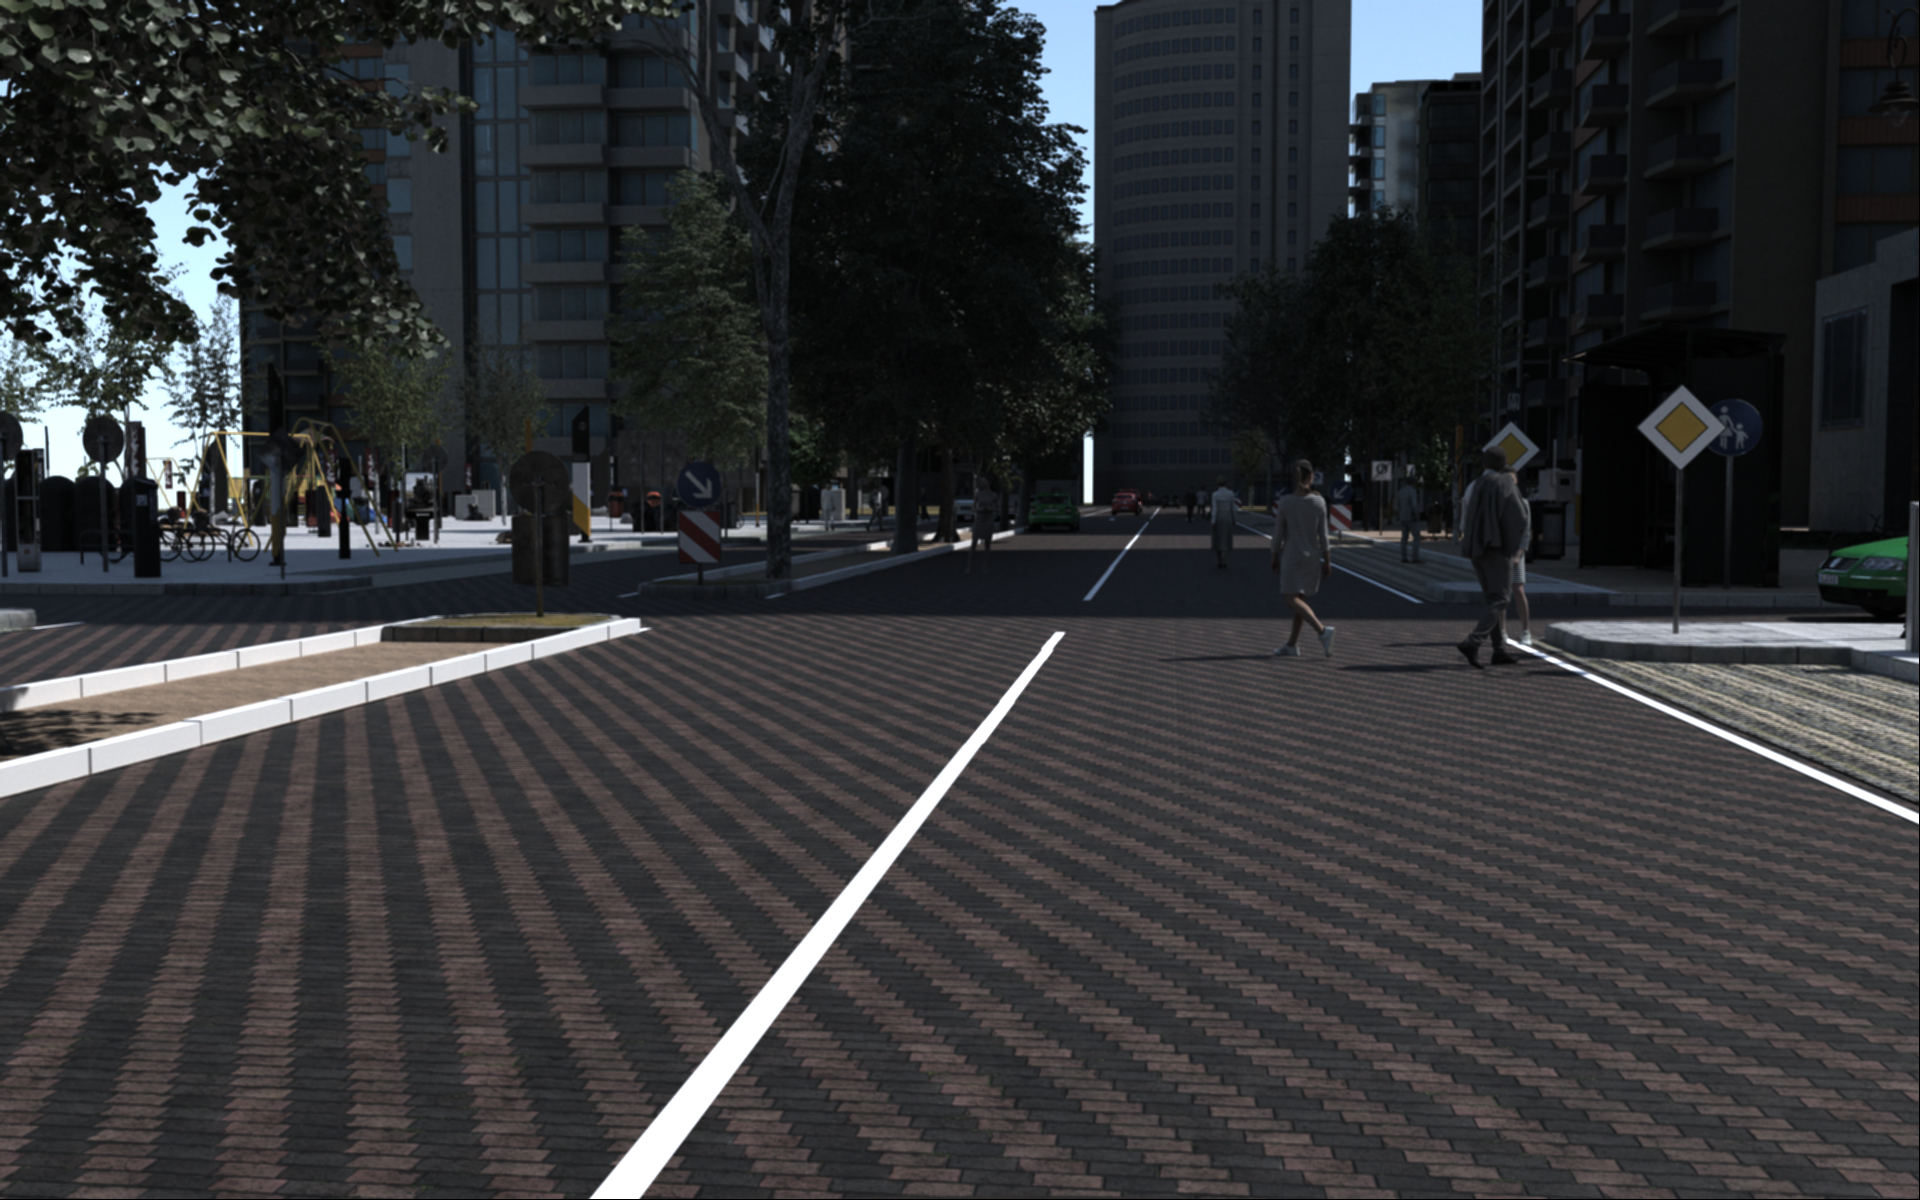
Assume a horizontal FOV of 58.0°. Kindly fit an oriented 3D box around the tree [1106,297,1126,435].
[{"bbox_3d":[2.810,-10.206,75.973,9.857,13.997,8.962,0,3,0],"label":"tree"}]

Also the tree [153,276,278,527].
[{"bbox_3d":[-25.524,-6.648,59.061,4.360,8.622,3.978,0,3,0],"label":"tree"}]

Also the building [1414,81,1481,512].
[{"bbox_3d":[39.638,-21.557,124.162,14.160,30.474,14.107,0,4,7],"label":"building"}]

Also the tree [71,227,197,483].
[{"bbox_3d":[-22.720,-5.876,46.441,4.737,8.622,4.395,0,3,0],"label":"tree"}]

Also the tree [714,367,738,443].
[{"bbox_3d":[-13.964,-8.830,94.726,4.360,8.622,3.978,0,3,0],"label":"tree"}]

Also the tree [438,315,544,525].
[{"bbox_3d":[-18.722,-7.335,70.294,4.360,8.622,3.978,0,3,0],"label":"tree"}]

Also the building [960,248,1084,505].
[{"bbox_3d":[7.345,-26.351,202.532,14.107,30.474,14.160,0,4,7],"label":"building"}]

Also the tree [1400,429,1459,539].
[{"bbox_3d":[13.887,-3.409,50.344,1.663,3.219,1.824,0,3,0],"label":"tree"}]

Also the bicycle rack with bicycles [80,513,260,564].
[{"bbox_3d":[-15.025,-1.159,32.333,2.925,0.926,2.852,1,4,20],"label":"bicycle rack with bicycles"}]

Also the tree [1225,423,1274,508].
[{"bbox_3d":[26.723,-12.789,159.462,4.737,8.622,4.395,0,3,0],"label":"tree"}]

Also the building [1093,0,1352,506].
[{"bbox_3d":[29.767,-40.318,201.190,28.212,58.520,21.231,0,4,7],"label":"building"}]

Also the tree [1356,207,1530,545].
[{"bbox_3d":[12.390,-5.703,43.602,4.737,8.622,4.395,0,3,0],"label":"tree"}]

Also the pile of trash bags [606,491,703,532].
[{"bbox_3d":[-10.723,-3.033,59.339,3.447,1.369,1.912,2,4,29],"label":"pile of trash bags"}]

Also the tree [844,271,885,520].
[{"bbox_3d":[-5.309,-10.258,85.840,7.486,12.596,7.792,0,3,0],"label":"tree"}]

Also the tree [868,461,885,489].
[{"bbox_3d":[-4.281,-8.966,96.958,4.360,8.622,3.978,0,3,0],"label":"tree"}]

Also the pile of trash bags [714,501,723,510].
[{"bbox_3d":[-11.441,-3.852,72.726,3.447,1.369,1.912,0,4,-7],"label":"pile of trash bags"}]

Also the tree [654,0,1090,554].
[{"bbox_3d":[-1.321,-8.065,40.970,9.857,13.997,8.962,0,3,0],"label":"tree"}]

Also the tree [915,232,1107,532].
[{"bbox_3d":[1.783,-8.417,65.836,9.928,11.665,9.643,0,3,0],"label":"tree"}]

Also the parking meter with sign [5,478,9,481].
[{"bbox_3d":[-46.490,-5.379,84.211,1.738,3.016,0.543,0,4,-7],"label":"parking meter with sign"}]

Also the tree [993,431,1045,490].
[{"bbox_3d":[3.161,-7.983,83.341,4.360,8.622,3.978,0,3,0],"label":"tree"}]

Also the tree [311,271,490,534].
[{"bbox_3d":[-18.316,-6.395,54.923,4.737,8.622,4.395,0,3,0],"label":"tree"}]

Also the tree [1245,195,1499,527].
[{"bbox_3d":[15.942,-9.177,67.060,9.611,12.733,9.660,0,3,0],"label":"tree"}]

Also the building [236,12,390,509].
[{"bbox_3d":[-50.193,-30.904,159.902,28.867,44.769,22.147,0,4,7],"label":"building"}]

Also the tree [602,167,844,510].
[{"bbox_3d":[-8.889,-8.750,61.188,7.486,12.596,7.792,0,3,0],"label":"tree"}]

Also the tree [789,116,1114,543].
[{"bbox_3d":[-0.374,-8.032,50.781,9.611,12.733,9.660,0,3,0],"label":"tree"}]

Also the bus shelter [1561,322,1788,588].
[{"bbox_3d":[10.821,-2.168,26.731,1.731,3.624,6.357,0,4,7],"label":"bus shelter"}]

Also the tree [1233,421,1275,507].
[{"bbox_3d":[28.266,-13.275,167.403,4.360,8.622,3.978,0,3,0],"label":"tree"}]

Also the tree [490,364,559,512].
[{"bbox_3d":[-24.785,-9.003,97.565,4.737,8.622,4.395,0,3,0],"label":"tree"}]

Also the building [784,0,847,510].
[{"bbox_3d":[-17.301,-29.968,140.095,14.600,45.320,14.200,0,4,7],"label":"building"}]

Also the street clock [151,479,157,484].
[{"bbox_3d":[-38.756,-4.797,83.004,0.471,2.002,0.358,-1,4,-17],"label":"street clock"}]

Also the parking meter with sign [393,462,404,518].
[{"bbox_3d":[-30.253,-5.981,94.054,0.543,3.016,1.738,-2,4,-31],"label":"parking meter with sign"}]

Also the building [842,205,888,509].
[{"bbox_3d":[-14.145,-23.772,160.376,14.107,30.474,14.160,0,4,7],"label":"building"}]

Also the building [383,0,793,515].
[{"bbox_3d":[-24.188,-30.505,118.366,23.786,49.044,30.456,0,4,7],"label":"building"}]

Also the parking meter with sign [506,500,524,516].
[{"bbox_3d":[-26.194,-6.540,103.185,0.543,3.016,1.738,3,4,38],"label":"parking meter with sign"}]

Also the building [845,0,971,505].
[{"bbox_3d":[-10.008,-46.921,205.404,20.611,71.187,20.563,0,4,7],"label":"building"}]

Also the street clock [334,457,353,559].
[{"bbox_3d":[-12.196,-1.817,34.276,0.358,2.002,0.471,-2,4,-31],"label":"street clock"}]

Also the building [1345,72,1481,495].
[{"bbox_3d":[59.084,-35.472,199.572,30.456,49.044,23.786,0,4,7],"label":"building"}]

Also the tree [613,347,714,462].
[{"bbox_3d":[-15.120,-8.211,84.612,4.360,8.622,3.978,0,3,0],"label":"tree"}]

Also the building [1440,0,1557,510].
[{"bbox_3d":[41.831,-40.792,105.200,20.563,71.187,20.611,0,4,7],"label":"building"}]

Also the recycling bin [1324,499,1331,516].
[{"bbox_3d":[20.275,-5.138,96.556,0.722,1.027,0.722,0,4,1],"label":"recycling bin"}]

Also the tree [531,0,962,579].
[{"bbox_3d":[-4.175,-10.482,29.731,12.611,20.169,13.585,0,3,0],"label":"tree"}]

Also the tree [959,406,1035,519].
[{"bbox_3d":[0.565,-6.470,58.603,4.737,8.622,4.395,0,3,0],"label":"tree"}]

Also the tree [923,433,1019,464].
[{"bbox_3d":[1.920,-14.218,142.839,12.009,13.543,11.850,0,3,0],"label":"tree"}]

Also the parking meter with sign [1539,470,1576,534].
[{"bbox_3d":[19.622,-3.658,56.070,1.738,3.016,0.543,1,4,15],"label":"parking meter with sign"}]

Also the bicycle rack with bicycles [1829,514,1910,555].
[{"bbox_3d":[16.515,-1.004,29.799,2.925,0.926,2.852,0,4,3],"label":"bicycle rack with bicycles"}]

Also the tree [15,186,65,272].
[{"bbox_3d":[-19.416,-5.048,32.904,4.360,8.622,3.978,0,3,0],"label":"tree"}]

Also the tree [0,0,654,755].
[{"bbox_3d":[-5.546,-6.110,9.010,9.857,13.997,8.962,0,3,0],"label":"tree"}]

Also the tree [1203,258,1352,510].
[{"bbox_3d":[25.453,-17.197,137.055,12.611,20.169,13.585,0,3,0],"label":"tree"}]

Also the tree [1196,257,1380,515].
[{"bbox_3d":[18.154,-10.912,88.774,12.009,13.543,11.850,0,3,0],"label":"tree"}]

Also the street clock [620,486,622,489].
[{"bbox_3d":[-19.423,-5.860,100.383,0.471,2.002,0.358,1,4,18],"label":"street clock"}]

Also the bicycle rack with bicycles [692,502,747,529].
[{"bbox_3d":[-9.747,-3.065,63.494,2.925,0.926,2.852,3,4,36],"label":"bicycle rack with bicycles"}]

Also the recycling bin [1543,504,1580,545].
[{"bbox_3d":[15.201,-1.901,43.638,0.722,1.027,0.722,-2,4,-27],"label":"recycling bin"}]

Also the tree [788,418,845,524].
[{"bbox_3d":[-6.607,-5.555,74.540,4.285,4.588,4.351,0,3,0],"label":"tree"}]

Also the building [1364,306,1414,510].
[{"bbox_3d":[49.709,-18.386,145.652,27.650,21.520,28.899,0,4,7],"label":"building"}]
